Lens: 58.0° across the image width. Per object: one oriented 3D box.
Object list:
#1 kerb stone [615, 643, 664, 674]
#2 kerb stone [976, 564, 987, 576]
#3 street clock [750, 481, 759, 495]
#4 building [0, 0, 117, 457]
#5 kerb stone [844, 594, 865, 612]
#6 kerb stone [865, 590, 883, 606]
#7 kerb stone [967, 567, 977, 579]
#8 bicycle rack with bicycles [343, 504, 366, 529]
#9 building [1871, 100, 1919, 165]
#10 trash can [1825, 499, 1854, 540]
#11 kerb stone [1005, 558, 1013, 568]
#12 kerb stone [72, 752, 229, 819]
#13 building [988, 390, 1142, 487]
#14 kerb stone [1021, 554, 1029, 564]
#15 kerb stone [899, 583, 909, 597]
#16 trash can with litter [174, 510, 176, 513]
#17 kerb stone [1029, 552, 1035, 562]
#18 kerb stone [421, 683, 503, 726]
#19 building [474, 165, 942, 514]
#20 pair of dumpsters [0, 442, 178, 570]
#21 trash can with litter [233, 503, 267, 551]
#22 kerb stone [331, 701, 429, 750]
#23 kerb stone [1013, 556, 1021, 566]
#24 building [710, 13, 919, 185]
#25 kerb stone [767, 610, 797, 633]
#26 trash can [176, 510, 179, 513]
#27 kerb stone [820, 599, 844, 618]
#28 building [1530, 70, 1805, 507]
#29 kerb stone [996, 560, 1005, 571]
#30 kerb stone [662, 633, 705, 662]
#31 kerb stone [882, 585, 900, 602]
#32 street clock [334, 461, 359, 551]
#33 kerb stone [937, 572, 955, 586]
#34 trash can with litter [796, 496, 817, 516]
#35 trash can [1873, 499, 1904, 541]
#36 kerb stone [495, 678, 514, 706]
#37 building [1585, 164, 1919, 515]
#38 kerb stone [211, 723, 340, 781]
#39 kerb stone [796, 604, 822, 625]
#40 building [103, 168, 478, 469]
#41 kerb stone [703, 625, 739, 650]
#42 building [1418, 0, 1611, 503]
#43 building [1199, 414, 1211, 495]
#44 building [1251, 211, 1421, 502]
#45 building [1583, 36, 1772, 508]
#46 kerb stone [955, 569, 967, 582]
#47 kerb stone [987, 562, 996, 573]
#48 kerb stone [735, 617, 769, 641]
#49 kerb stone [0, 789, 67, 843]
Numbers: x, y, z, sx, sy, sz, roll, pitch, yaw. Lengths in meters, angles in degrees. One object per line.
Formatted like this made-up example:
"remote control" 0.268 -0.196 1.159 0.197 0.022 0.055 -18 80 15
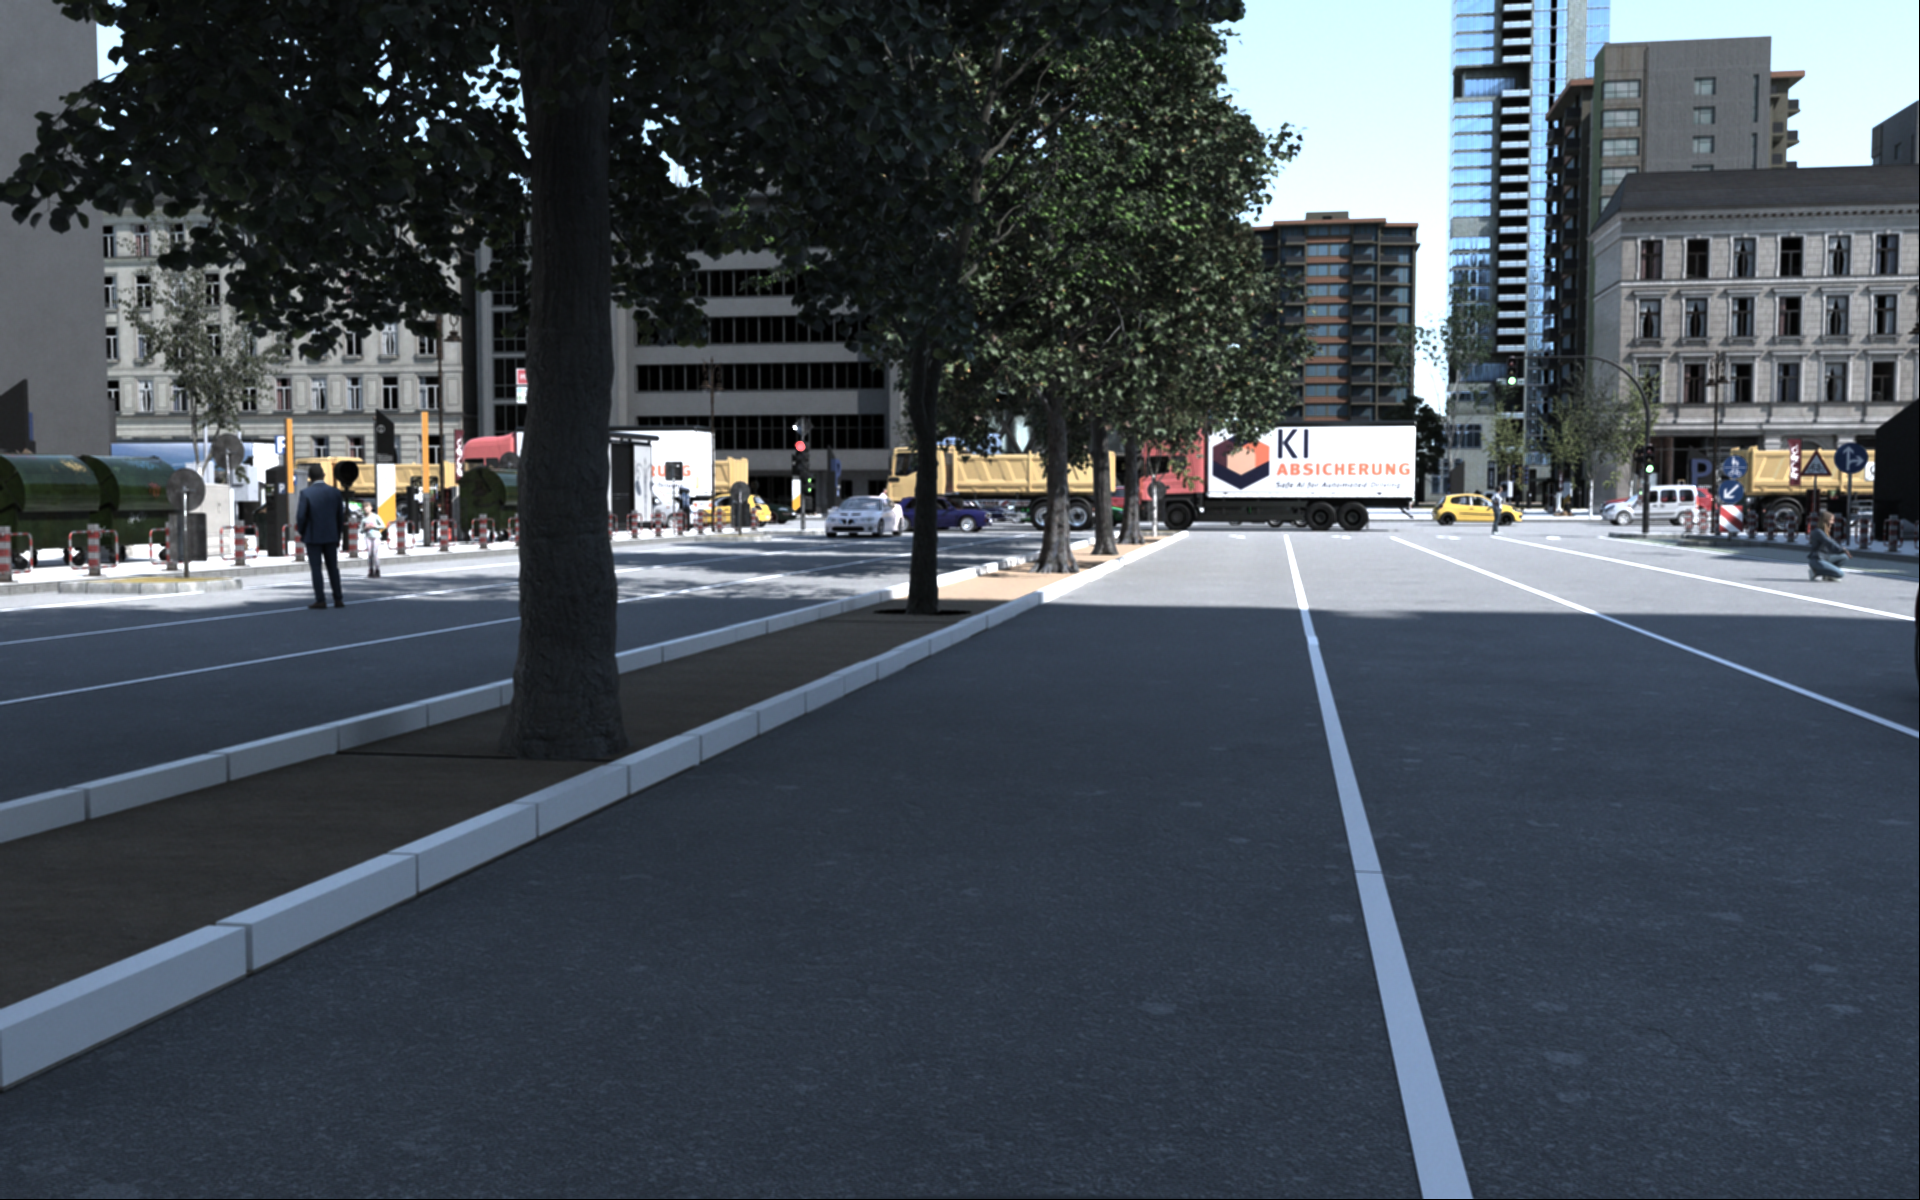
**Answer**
"kerb stone" -2.669 0.492 14.152 0.120 0.150 1.000 1 4 10
"kerb stone" 0.293 -0.500 30.363 0.120 0.150 1.000 1 4 10
"street clock" -11.382 -5.594 96.027 0.471 2.002 0.358 2 4 34
"building" -37.054 -15.426 45.717 24.014 27.812 14.314 1 4 10
"kerb stone" -1.372 0.059 21.236 0.120 0.150 1.000 1 4 10
"kerb stone" -1.195 -0.001 22.256 0.120 0.150 1.000 1 4 10
"kerb stone" 0.103 -0.436 29.346 0.120 0.150 1.000 1 4 10
"bicycle rack with bicycles" -23.044 -3.010 62.597 2.852 0.926 2.925 -3 5 -39
"building" 104.737 -30.463 181.667 14.086 41.232 14.154 1 4 10
"trash can" 24.667 -2.261 48.614 0.748 1.137 0.748 0 3 0
"kerb stone" 0.840 -0.686 33.413 0.120 0.150 1.000 1 4 10
"kerb stone" -3.776 0.869 8.083 0.120 0.150 1.000 1 4 10
"building" 7.418 -15.127 114.781 16.811 18.784 16.820 1 4 10
"kerb stone" 1.221 -0.810 35.445 0.120 0.150 1.000 1 4 10
"kerb stone" -0.822 -0.127 24.293 0.120 0.150 1.000 1 4 10
"trash can with litter" -26.342 -2.851 57.995 0.624 1.170 1.055 3 5 40
"kerb stone" 1.407 -0.873 36.461 0.120 0.150 1.000 1 4 10
"kerb stone" -3.225 0.678 11.114 0.120 0.150 1.000 1 4 10
"building" -16.351 -18.237 117.237 30.058 24.678 14.314 1 4 10
"pair of dumpsters" -15.988 -1.755 31.184 1.574 2.255 4.437 1 4 10
"trash can with litter" -16.011 -1.708 39.313 1.055 1.170 0.624 -1 4 -20
"kerb stone" -3.408 0.741 10.104 0.120 0.150 1.000 1 4 10
"kerb stone" 1.030 -0.748 34.423 0.120 0.150 1.000 1 4 10
"building" -12.126 -44.721 169.443 20.563 71.187 20.611 1 4 10
"kerb stone" -1.930 0.245 18.194 0.120 0.150 1.000 1 4 10
"trash can" -30.198 -3.338 66.237 0.748 1.137 0.748 0 3 0
"kerb stone" -1.564 0.121 20.221 0.120 0.150 1.000 1 4 10
"building" 72.869 -32.130 179.942 22.147 44.769 28.867 1 4 10
"kerb stone" 0.657 -0.624 32.399 0.120 0.150 1.000 1 4 10
"kerb stone" -2.479 0.430 15.162 0.120 0.150 1.000 1 4 10
"kerb stone" -1.005 -0.062 23.271 0.120 0.150 1.000 1 4 10
"street clock" -13.329 -2.024 37.664 0.358 2.002 0.471 3 5 40
"kerb stone" -0.263 -0.313 27.325 0.120 0.150 1.000 1 4 10
"trash can with litter" -9.484 -5.682 103.965 2.233 1.210 1.678 0 4 -2
"trash can" 25.220 -2.168 47.094 0.748 1.137 0.748 0 3 0
"kerb stone" -3.045 0.616 12.125 0.120 0.150 1.000 1 4 10
"building" 40.827 -15.590 105.814 40.483 20.767 10.553 1 4 10
"kerb stone" -3.590 0.802 9.093 0.120 0.150 1.000 1 4 10
"kerb stone" -1.749 0.183 19.205 0.120 0.150 1.000 1 4 10
"building" -45.673 -17.783 124.038 30.059 22.955 16.112 1 4 10
"kerb stone" -2.303 0.372 16.175 0.120 0.150 1.000 1 4 10
"building" 86.675 -58.208 264.370 31.000 86.520 22.319 1 4 10
"building" 34.392 -37.976 271.024 14.200 45.320 14.600 1 4 10
"building" 56.376 -37.694 270.928 28.867 44.769 22.147 1 4 10
"building" 65.078 -29.118 159.678 14.154 41.232 14.086 1 4 10
"kerb stone" -0.077 -0.375 28.335 0.120 0.150 1.000 1 4 10
"kerb stone" 0.469 -0.562 31.384 0.120 0.150 1.000 1 4 10
"kerb stone" -2.125 0.307 17.186 0.120 0.150 1.000 1 4 10
"kerb stone" -3.967 0.931 7.074 0.120 0.150 1.000 1 4 10
